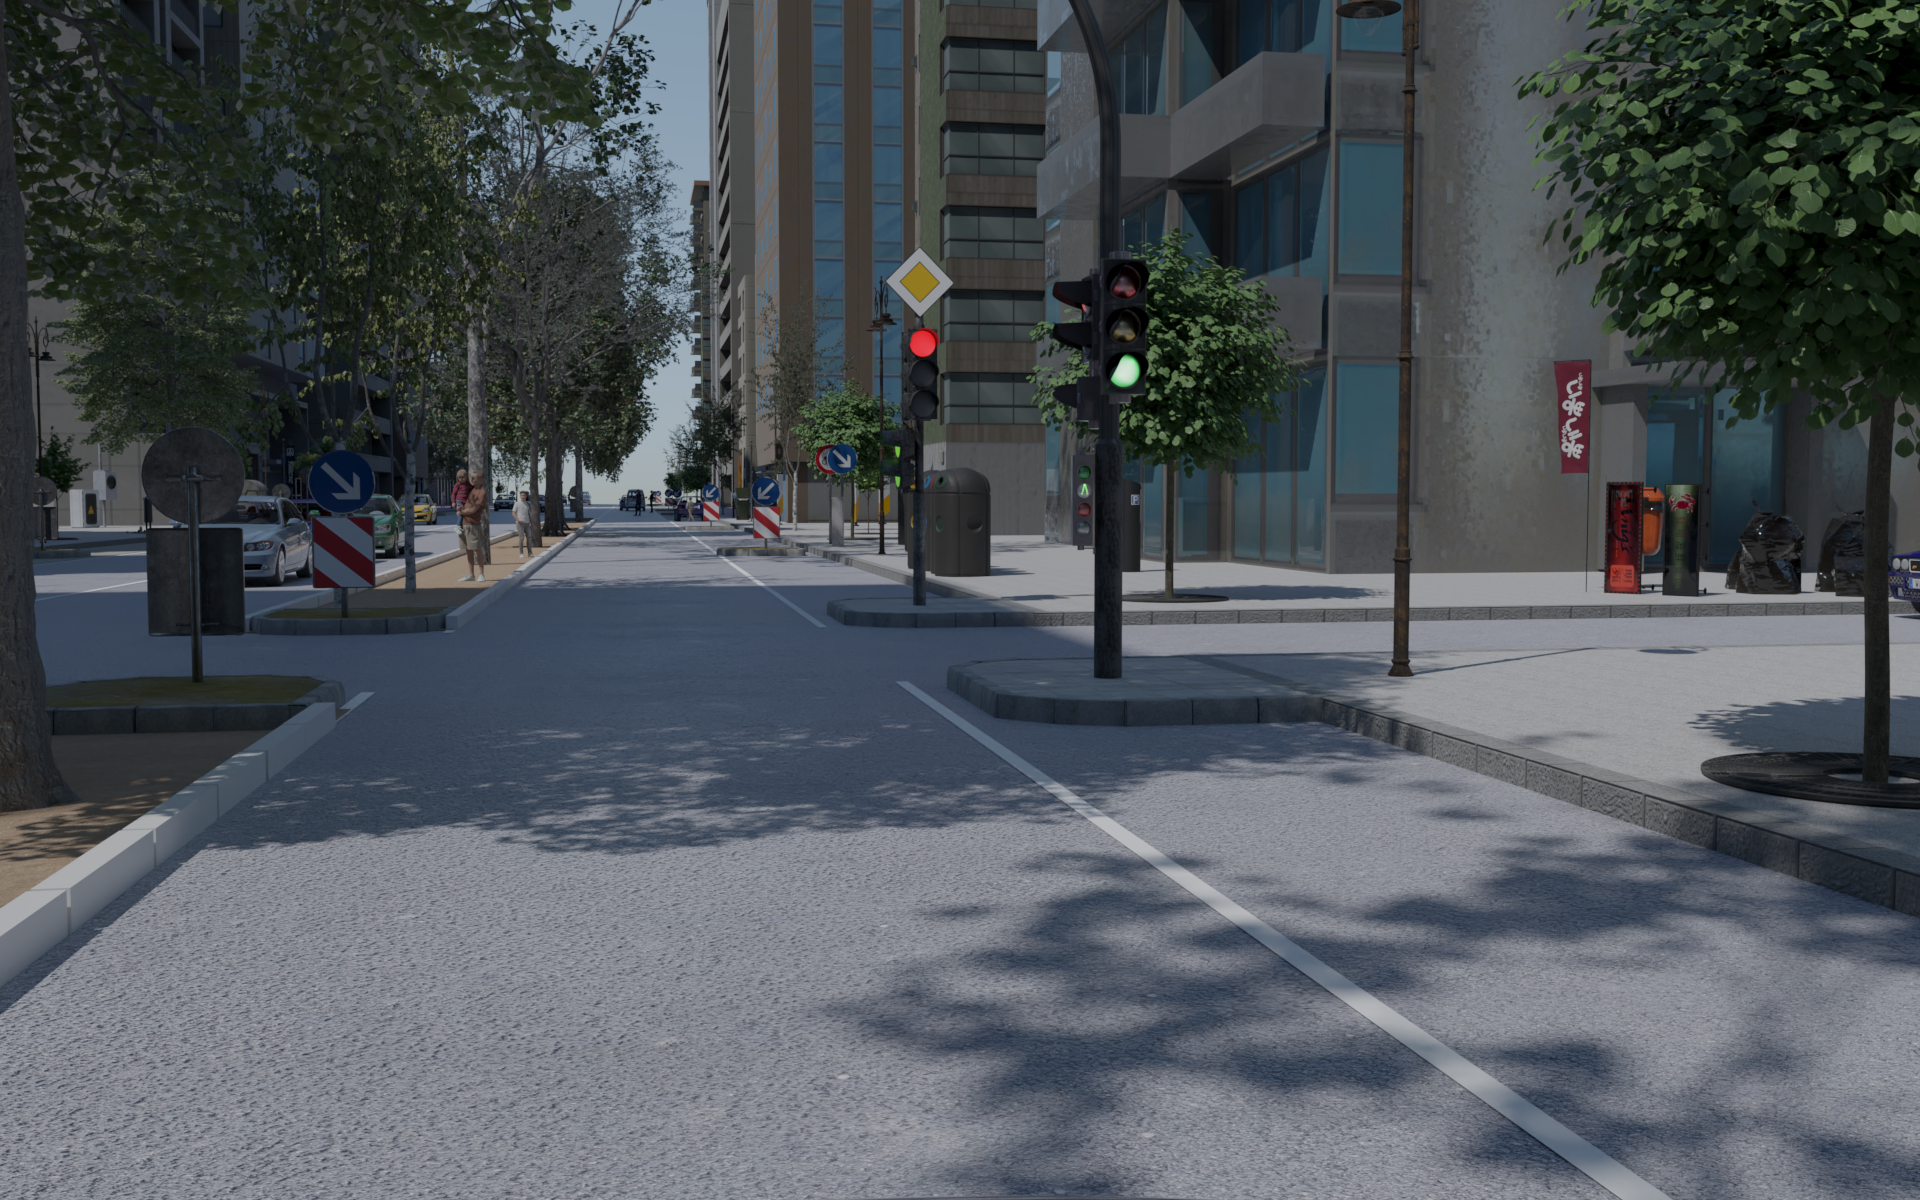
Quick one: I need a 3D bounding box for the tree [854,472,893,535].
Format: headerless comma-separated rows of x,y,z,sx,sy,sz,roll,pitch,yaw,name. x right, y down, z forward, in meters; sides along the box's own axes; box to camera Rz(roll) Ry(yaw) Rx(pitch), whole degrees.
-2.868,-3.692,54.964,1.663,3.219,1.824,0,3,0,tree

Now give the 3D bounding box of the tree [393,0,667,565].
-8.298,-10.719,33.609,12.611,20.169,13.585,0,3,0,tree

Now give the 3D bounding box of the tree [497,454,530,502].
-61.423,-17.768,240.874,4.360,8.622,3.978,0,3,0,tree

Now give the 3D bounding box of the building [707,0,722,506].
-17.803,-40.042,196.680,21.231,58.520,28.212,-1,4,-11,building

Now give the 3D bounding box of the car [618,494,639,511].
-28.908,-8.539,151.621,2.014,1.417,4.499,-1,4,-10,car

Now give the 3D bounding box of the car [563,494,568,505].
-54.553,-13.875,236.638,2.009,1.686,4.222,-1,4,-12,car

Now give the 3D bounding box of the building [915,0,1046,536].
5.191,-17.653,60.330,14.160,30.474,14.107,-1,4,-11,building

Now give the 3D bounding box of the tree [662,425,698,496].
-28.907,-14.091,180.752,4.360,8.622,3.978,0,3,0,tree

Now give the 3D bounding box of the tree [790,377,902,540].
-3.100,-3.966,48.556,4.285,4.588,4.351,0,3,0,tree

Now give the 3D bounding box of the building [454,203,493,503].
-71.206,-33.666,234.038,14.154,41.232,14.086,-1,4,-11,building

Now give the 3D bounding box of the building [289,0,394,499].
-54.016,-30.691,125.497,21.300,48.544,21.600,-1,4,-11,building

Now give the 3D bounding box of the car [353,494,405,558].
-13.781,-1.721,39.942,2.131,1.459,4.920,-1,4,-12,car

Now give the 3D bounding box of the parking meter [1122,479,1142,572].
2.789,-1.229,28.500,0.372,1.533,0.369,0,3,0,parking meter

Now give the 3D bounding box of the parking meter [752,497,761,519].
-9.256,-4.501,79.307,0.255,1.863,0.399,0,4,2,parking meter

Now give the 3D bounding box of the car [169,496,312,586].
-11.733,-0.999,28.331,2.014,1.417,4.499,-1,4,-11,car

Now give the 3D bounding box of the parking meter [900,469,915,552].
-1.046,-2.007,38.532,0.399,1.863,0.255,1,4,16,parking meter

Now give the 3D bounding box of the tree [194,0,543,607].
-7.993,-4.409,24.903,4.737,8.622,4.395,0,3,0,tree

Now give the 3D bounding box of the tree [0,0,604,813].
-4.179,-5.295,7.158,7.486,12.596,7.792,0,3,0,tree

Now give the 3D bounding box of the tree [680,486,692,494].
-31.567,-12.590,200.454,1.663,3.219,1.824,0,3,0,tree

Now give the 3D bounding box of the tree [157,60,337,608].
-7.101,-4.084,19.585,4.737,8.622,4.395,0,3,0,tree

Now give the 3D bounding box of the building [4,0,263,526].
-43.314,-39.030,76.391,20.563,71.187,20.611,-1,4,-11,building

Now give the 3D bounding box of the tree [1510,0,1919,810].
4.162,-1.460,7.587,4.285,4.588,4.351,0,3,0,tree

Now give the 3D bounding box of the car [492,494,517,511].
-38.057,-8.265,144.918,2.009,1.686,4.222,-1,4,-12,car

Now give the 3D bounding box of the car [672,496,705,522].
-14.243,-4.842,91.740,1.945,1.354,3.894,-1,4,-12,car

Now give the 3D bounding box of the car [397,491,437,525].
-25.217,-4.274,80.108,2.015,1.641,3.980,-1,4,-12,car

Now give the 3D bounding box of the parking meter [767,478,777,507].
-6.901,-3.524,63.327,0.399,1.863,0.255,0,4,4,parking meter

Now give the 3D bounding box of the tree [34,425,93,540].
-25.402,-3.302,48.587,1.663,3.219,1.824,0,3,0,tree

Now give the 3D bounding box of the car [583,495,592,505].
-49.518,-13.184,227.927,2.083,1.381,4.827,-1,4,-10,car

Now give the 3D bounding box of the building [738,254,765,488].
-2.301,-17.657,133.730,27.650,21.520,28.899,-1,4,-11,building

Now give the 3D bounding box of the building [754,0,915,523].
-2.366,-26.442,82.438,14.600,45.320,14.200,-1,4,-11,building

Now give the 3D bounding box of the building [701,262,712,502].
-25.470,-27.271,217.582,14.160,30.474,14.107,-1,4,-11,building

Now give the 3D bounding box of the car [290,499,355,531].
-13.236,-1.370,34.985,1.945,1.354,3.894,-1,4,-9,car

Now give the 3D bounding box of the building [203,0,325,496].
-53.199,-31.275,100.586,28.713,52.752,27.495,-1,4,-11,building

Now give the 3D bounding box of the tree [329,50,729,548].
-11.351,-8.135,45.842,12.009,13.543,11.850,0,3,0,tree

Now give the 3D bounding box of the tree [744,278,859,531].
-5.634,-6.714,60.130,4.360,8.622,3.978,0,3,0,tree

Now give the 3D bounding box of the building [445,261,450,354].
-75.812,-31.886,213.221,32.217,40.220,23.993,-1,4,-11,building

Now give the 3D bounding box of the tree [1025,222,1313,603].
2.614,-2.273,20.877,4.285,4.588,4.351,0,3,0,tree

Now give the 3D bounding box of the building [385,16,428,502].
-52.583,-30.210,144.052,14.600,45.320,14.200,-1,4,-11,building

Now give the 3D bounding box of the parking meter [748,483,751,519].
-10.886,-5.185,90.493,0.255,1.863,0.399,2,4,24,parking meter

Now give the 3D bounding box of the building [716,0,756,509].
-10.667,-32.616,156.973,21.300,48.544,21.600,-1,4,-11,building

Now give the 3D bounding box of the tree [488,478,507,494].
-55.666,-13.127,209.219,1.663,3.219,1.824,0,3,0,tree

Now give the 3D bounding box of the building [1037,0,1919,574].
16.640,-25.583,37.896,30.456,49.044,23.786,-1,4,-11,building

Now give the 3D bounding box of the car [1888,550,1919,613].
12.680,-0.431,19.626,3.894,1.354,1.945,-1,4,-10,car

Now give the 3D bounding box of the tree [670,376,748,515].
-14.859,-9.563,106.716,4.737,8.622,4.395,0,3,0,tree

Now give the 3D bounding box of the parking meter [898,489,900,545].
-1.351,-2.317,43.602,0.399,1.863,0.255,1,4,12,parking meter

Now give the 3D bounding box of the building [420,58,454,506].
-66.787,-34.703,187.002,23.786,49.044,30.456,-1,4,-11,building

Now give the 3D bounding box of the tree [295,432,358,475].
-32.131,-6.413,88.572,4.285,4.588,4.351,0,3,0,tree

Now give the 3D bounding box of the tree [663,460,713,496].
-24.210,-10.743,159.355,4.285,4.588,4.351,0,3,0,tree

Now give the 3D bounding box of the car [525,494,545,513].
-29.879,-6.864,122.010,2.009,1.686,4.222,-1,4,-13,car

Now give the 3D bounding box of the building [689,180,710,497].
-25.831,-35.736,238.906,22.147,44.769,28.867,-1,4,-11,building

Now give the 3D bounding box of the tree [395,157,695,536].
-13.813,-8.489,58.264,9.611,12.733,9.660,0,3,0,tree
